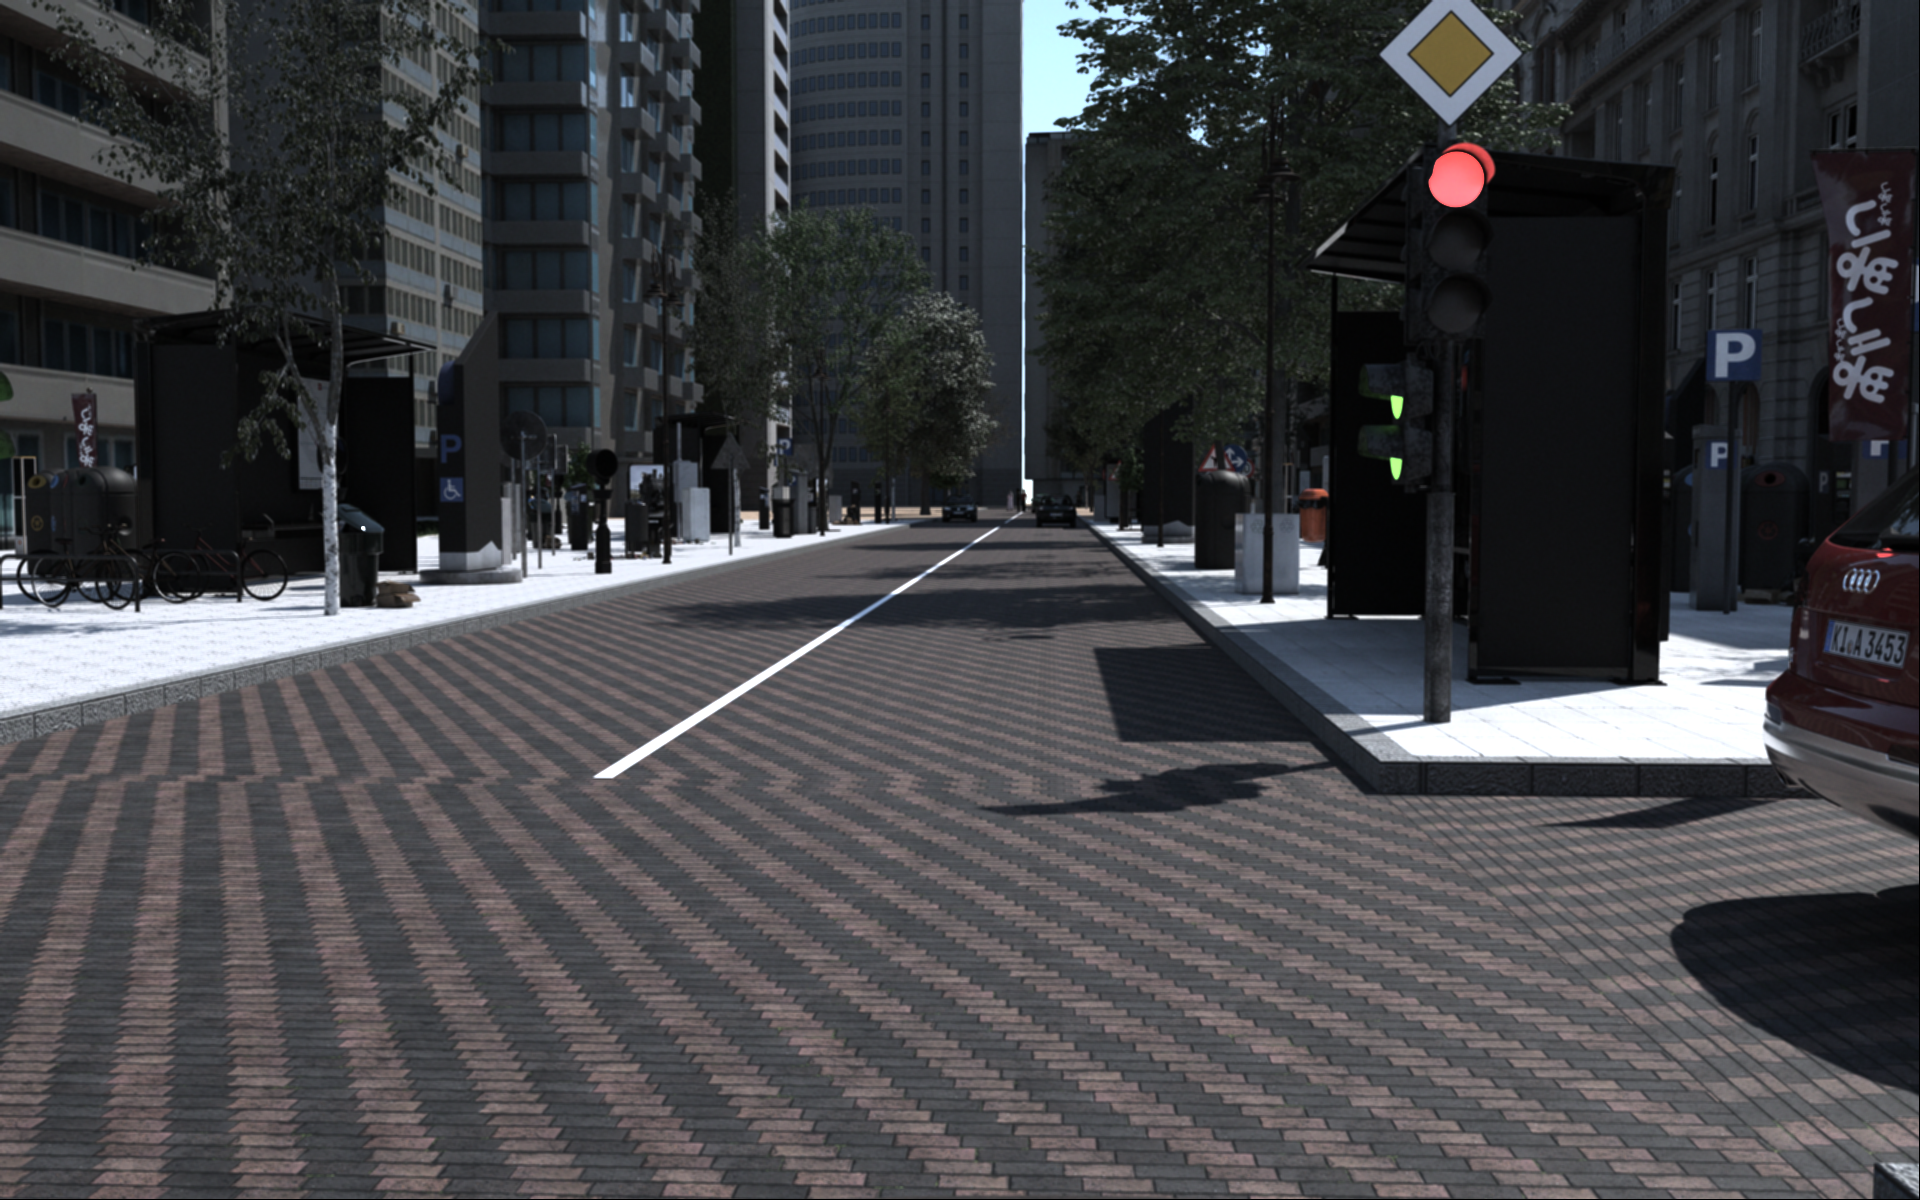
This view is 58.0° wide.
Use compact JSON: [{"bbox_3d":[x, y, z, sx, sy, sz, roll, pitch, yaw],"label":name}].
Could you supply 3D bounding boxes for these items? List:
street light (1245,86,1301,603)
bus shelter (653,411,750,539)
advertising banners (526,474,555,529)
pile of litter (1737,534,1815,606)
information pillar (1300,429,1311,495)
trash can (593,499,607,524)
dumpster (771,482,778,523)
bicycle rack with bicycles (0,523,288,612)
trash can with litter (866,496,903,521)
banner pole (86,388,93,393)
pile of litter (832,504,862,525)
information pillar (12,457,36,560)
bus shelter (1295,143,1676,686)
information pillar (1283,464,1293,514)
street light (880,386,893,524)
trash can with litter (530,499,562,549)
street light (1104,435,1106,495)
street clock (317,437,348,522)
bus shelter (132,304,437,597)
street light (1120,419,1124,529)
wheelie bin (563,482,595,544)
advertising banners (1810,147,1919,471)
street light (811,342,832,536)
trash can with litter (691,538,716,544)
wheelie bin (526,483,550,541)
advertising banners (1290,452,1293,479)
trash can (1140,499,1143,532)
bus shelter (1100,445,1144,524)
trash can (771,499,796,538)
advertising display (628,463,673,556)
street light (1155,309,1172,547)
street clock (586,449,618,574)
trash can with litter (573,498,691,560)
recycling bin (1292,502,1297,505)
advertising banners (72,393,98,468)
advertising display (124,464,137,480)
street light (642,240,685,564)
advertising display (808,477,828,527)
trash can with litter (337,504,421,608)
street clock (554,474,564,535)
[{"bbox_3d":[3.621,-2.901,20.218,0.468,5.910,1.993,0,4,3],"label":"street light"},{"bbox_3d":[-7.665,-3.709,51.931,1.731,3.624,6.357,0,4,3],"label":"bus shelter"},{"bbox_3d":[-15.557,-4.074,62.805,2.074,3.025,0.090,-1,4,-18],"label":"advertising banners"},{"bbox_3d":[9.714,-0.376,20.120,1.176,0.858,1.719,1,4,8],"label":"pile of litter"},{"bbox_3d":[12.320,-4.316,61.918,0.183,3.616,0.504,-2,4,-29],"label":"information pillar"},{"bbox_3d":[-15.526,-3.854,74.661,0.748,1.137,0.748,0,3,0],"label":"trash can"},{"bbox_3d":[-7.595,-4.300,76.068,1.264,1.857,1.865,0,4,3],"label":"dumpster"},{"bbox_3d":[-9.732,-0.407,20.034,2.925,0.926,2.852,1,4,14],"label":"bicycle rack with bicycles"},{"bbox_3d":[-3.518,-4.343,82.063,1.678,1.210,2.233,-1,4,-9],"label":"trash can with litter"},{"bbox_3d":[-20.450,-3.096,40.631,0.401,3.779,0.863,0,4,-8],"label":"banner pole"},{"bbox_3d":[-4.689,-3.550,72.013,1.176,0.858,1.719,-1,4,-20],"label":"pile of litter"},{"bbox_3d":[-18.365,-1.807,34.037,0.304,2.012,0.304,2,4,28],"label":"information pillar"},{"bbox_3d":[4.123,-1.432,14.690,1.731,3.624,6.357,0,4,3],"label":"bus shelter"},{"bbox_3d":[7.827,-2.286,41.872,0.304,2.012,0.304,3,4,38],"label":"information pillar"},{"bbox_3d":[-3.108,-6.195,74.077,0.468,5.910,1.993,0,4,3],"label":"street light"},{"bbox_3d":[-9.668,-1.793,40.696,0.624,1.170,1.055,-3,5,-41],"label":"trash can with litter"},{"bbox_3d":[7.052,-6.822,84.327,0.468,5.910,1.993,0,4,3],"label":"street light"},{"bbox_3d":[-8.001,-1.074,22.125,0.358,2.002,0.471,0,4,0],"label":"street clock"},{"bbox_3d":[-9.345,-2.040,24.644,1.731,3.624,6.357,0,4,3],"label":"bus shelter"},{"bbox_3d":[5.914,-5.528,63.169,0.468,5.910,1.993,0,4,3],"label":"street light"},{"bbox_3d":[-9.848,-2.255,44.776,0.693,1.594,0.980,0,4,2],"label":"wheelie bin"},{"bbox_3d":[5.348,-0.770,8.771,2.074,3.025,0.090,0,4,7],"label":"advertising banners"},{"bbox_3d":[-4.218,-4.901,52.918,0.468,5.910,1.993,0,4,3],"label":"street light"},{"bbox_3d":[-7.397,-2.038,44.381,2.233,1.210,1.678,0,4,4],"label":"trash can with litter"},{"bbox_3d":[-11.734,-2.458,48.094,0.693,1.594,0.980,-1,4,-13],"label":"wheelie bin"},{"bbox_3d":[13.692,-4.663,72.432,0.090,3.025,2.074,0,4,-1],"label":"advertising banners"},{"bbox_3d":[6.093,-2.673,55.363,0.748,1.137,0.748,0,3,0],"label":"trash can"},{"bbox_3d":[7.064,-4.906,74.131,2.014,3.302,5.546,0,4,3],"label":"bus shelter"},{"bbox_3d":[-5.171,-2.392,50.762,0.748,1.137,0.748,0,3,0],"label":"trash can"},{"bbox_3d":[-6.427,-1.883,35.999,0.974,1.923,0.123,1,4,16],"label":"advertising display"},{"bbox_3d":[4.855,-4.220,41.778,0.468,5.910,1.993,0,4,3],"label":"street light"},{"bbox_3d":[-5.762,-1.428,27.923,0.358,2.002,0.471,3,5,40],"label":"street clock"},{"bbox_3d":[-6.809,-1.427,34.397,2.233,1.210,1.678,-3,5,-43],"label":"trash can with litter"},{"bbox_3d":[10.345,-2.560,54.403,0.722,1.027,0.722,3,5,44],"label":"recycling bin"},{"bbox_3d":[-14.495,-2.068,29.997,2.074,3.025,0.090,1,4,16],"label":"advertising banners"},{"bbox_3d":[-18.484,-2.062,38.926,0.974,1.923,0.123,3,5,39],"label":"advertising display"},{"bbox_3d":[-5.406,-3.607,31.762,0.468,5.910,1.993,0,4,3],"label":"street light"},{"bbox_3d":[-5.693,-3.785,67.106,0.974,1.923,0.123,0,4,1],"label":"advertising display"},{"bbox_3d":[-6.655,-0.511,19.744,1.055,1.170,0.624,1,4,18],"label":"trash can with litter"},{"bbox_3d":[-12.753,-3.082,54.957,0.358,2.002,0.471,1,4,9],"label":"street clock"}]
